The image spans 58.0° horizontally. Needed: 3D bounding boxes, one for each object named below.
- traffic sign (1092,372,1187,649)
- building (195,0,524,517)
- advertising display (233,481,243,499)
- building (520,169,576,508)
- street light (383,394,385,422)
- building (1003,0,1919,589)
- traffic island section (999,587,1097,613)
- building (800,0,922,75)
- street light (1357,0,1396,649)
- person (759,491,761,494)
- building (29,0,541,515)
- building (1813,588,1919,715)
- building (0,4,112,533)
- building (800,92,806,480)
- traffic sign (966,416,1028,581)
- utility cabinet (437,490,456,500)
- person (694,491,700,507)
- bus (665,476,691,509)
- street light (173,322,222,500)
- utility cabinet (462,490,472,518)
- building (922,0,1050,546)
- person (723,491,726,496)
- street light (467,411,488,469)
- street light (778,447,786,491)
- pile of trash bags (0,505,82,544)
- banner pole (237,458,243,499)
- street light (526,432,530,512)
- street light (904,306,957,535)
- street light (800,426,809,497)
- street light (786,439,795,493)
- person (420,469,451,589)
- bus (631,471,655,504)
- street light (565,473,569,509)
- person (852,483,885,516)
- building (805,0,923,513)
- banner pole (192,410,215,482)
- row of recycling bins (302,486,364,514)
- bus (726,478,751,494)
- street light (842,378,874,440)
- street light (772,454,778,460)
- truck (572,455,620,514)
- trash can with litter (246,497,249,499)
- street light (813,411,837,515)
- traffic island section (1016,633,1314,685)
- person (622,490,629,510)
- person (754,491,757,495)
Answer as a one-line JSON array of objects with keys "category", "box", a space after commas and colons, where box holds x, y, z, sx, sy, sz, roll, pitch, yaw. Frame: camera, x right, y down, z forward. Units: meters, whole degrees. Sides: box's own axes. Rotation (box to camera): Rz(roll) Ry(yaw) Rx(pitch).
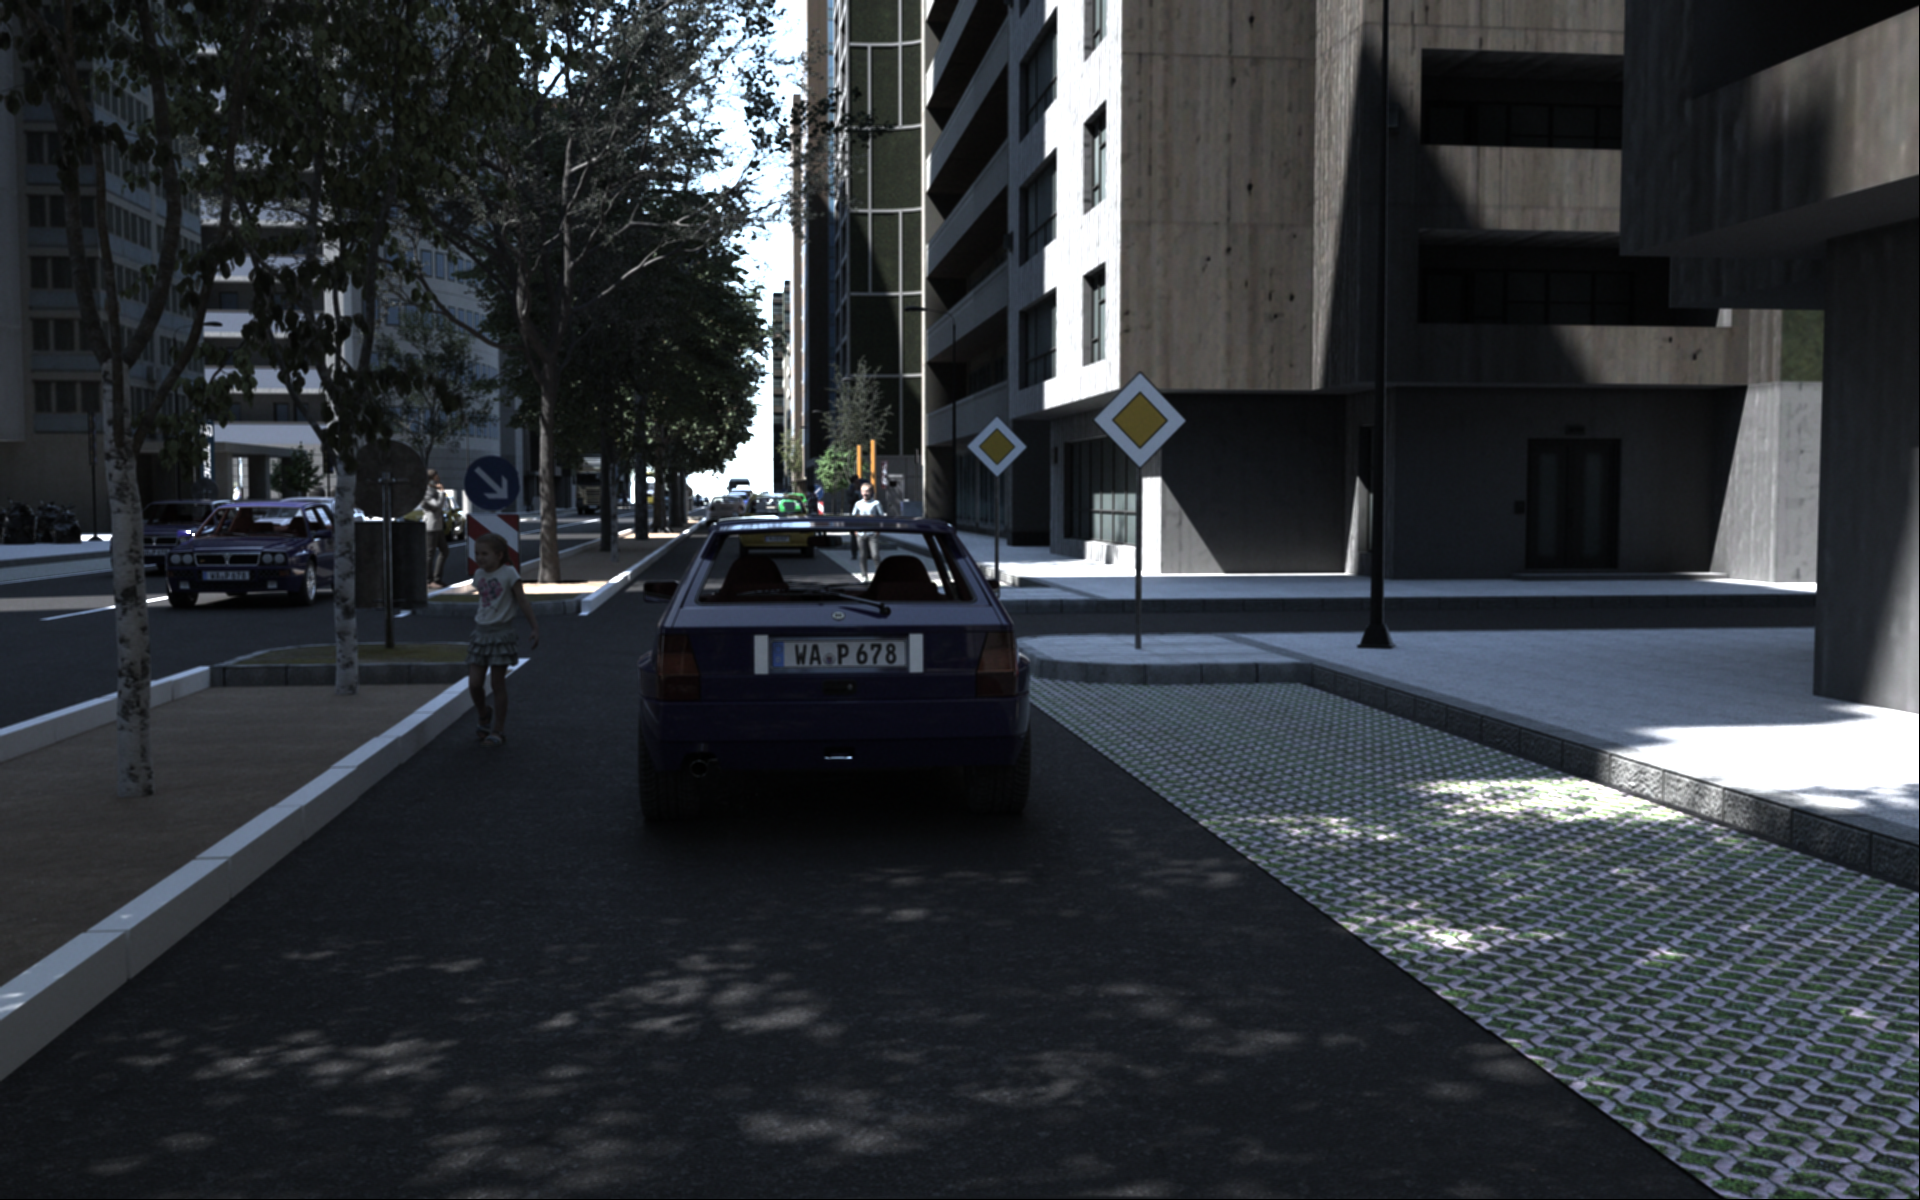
[{"category": "traffic sign", "box": [1.475, -0.652, 14.308, 0.795, 2.450, 0.064, 0, 4, -7]}, {"category": "building", "box": [-39.681, -34.510, 106.241, 21.231, 58.520, 28.212, 0, 4, -7]}, {"category": "advertising display", "box": [-36.537, -5.036, 87.559, 0.974, 1.923, 0.123, 3, 5, 40]}, {"category": "building", "box": [-41.844, -23.308, 152.789, 14.160, 30.474, 14.107, 0, 4, -7]}, {"category": "street light", "box": [-24.044, -6.208, 74.034, 1.470, 5.913, 1.316, 0, 4, -7]}, {"category": "building", "box": [8.723, -15.836, 30.613, 14.107, 30.474, 14.160, 0, 4, -7]}, {"category": "traffic island section", "box": [0.493, -0.002, 22.310, 2.009, 0.180, 2.903, 0, 4, -7]}, {"category": "building", "box": [-5.377, -29.793, 137.226, 14.600, 45.320, 14.200, 0, 4, -7]}, {"category": "street light", "box": [2.958, -2.554, 14.293, 1.470, 5.913, 1.316, 0, 4, -7]}, {"category": "person", "box": [-19.327, -9.730, 168.108, 1.217, 1.766, 0.721, 1, 4, 22]}, {"category": "building", "box": [-48.439, -26.916, 131.955, 32.217, 40.220, 23.993, 0, 4, -7]}, {"category": "building", "box": [11.089, -14.445, 7.874, 14.160, 30.474, 14.107, 0, 4, -7]}, {"category": "building", "box": [-40.987, -22.494, 59.659, 32.217, 40.220, 23.993, 0, 4, -7]}, {"category": "building", "box": [-3.312, -30.859, 159.169, 22.147, 44.769, 28.867, 0, 4, -7]}, {"category": "traffic sign", "box": [0.470, -1.137, 22.230, 0.795, 2.450, 0.064, 0, 4, -7]}, {"category": "utility cabinet", "box": [-26.925, -5.010, 90.594, 1.173, 1.500, 0.318, 1, 4, 15]}, {"category": "person", "box": [-28.861, -11.119, 190.380, 0.705, 1.814, 1.350, -2, 4, -34]}, {"category": "bus", "box": [-27.063, -10.384, 164.642, 2.948, 3.499, 13.247, 0, 4, -7]}, {"category": "street light", "box": [-20.565, -4.538, 46.736, 1.470, 5.913, 1.316, 0, 4, -7]}, {"category": "utility cabinet", "box": [-26.470, -5.154, 92.953, 0.318, 1.500, 1.173, 0, 4, -7]}, {"category": "building", "box": [10.530, -26.242, 52.767, 21.300, 48.544, 21.600, 0, 4, -7]}, {"category": "person", "box": [-21.936, -9.308, 161.618, 0.436, 1.711, 0.756, 0, 4, 7]}, {"category": "street light", "box": [-26.858, -7.582, 96.506, 1.470, 5.913, 1.316, 0, 4, -7]}, {"category": "street light", "box": [-17.110, -12.238, 172.634, 1.470, 5.913, 1.316, 0, 4, -7]}, {"category": "pile of trash bags", "box": [-24.596, -2.130, 44.572, 3.447, 1.369, 1.912, -3, 4, -36]}, {"category": "banner pole", "box": [-35.289, -5.803, 84.894, 0.401, 3.779, 0.863, -3, 4, -38]}, {"category": "street light", "box": [-30.355, -9.248, 123.751, 1.470, 5.913, 1.316, 0, 4, -7]}, {"category": "street light", "box": [-0.682, -4.312, 43.049, 1.470, 5.913, 1.316, 0, 4, -7]}, {"category": "street light", "box": [-10.282, -8.966, 119.137, 1.470, 5.913, 1.316, 0, 4, -7]}, {"category": "street light", "box": [-13.672, -10.587, 145.631, 1.470, 5.913, 1.316, 0, 4, -7]}, {"category": "person", "box": [-7.971, -1.079, 26.331, 0.473, 1.802, 0.592, 0, 4, 6]}, {"category": "bus", "box": [-33.830, -12.048, 188.526, 2.896, 3.916, 12.252, 0, 4, -6]}, {"category": "street light", "box": [-33.836, -10.926, 151.186, 1.470, 5.913, 1.316, 0, 4, -7]}, {"category": "person", "box": [-1.447, -1.028, 27.125, 0.589, 1.601, 0.330, 1, 4, 18]}, {"category": "building", "box": [-0.130, -41.637, 119.011, 20.563, 71.187, 20.611, 0, 4, -7]}, {"category": "banner pole", "box": [-22.662, -3.780, 51.815, 0.863, 3.779, 0.401, 0, 4, 6]}, {"category": "row of recycling bins", "box": [-31.957, -4.915, 87.479, 3.534, 1.692, 1.069, -1, 4, -14]}, {"category": "bus", "box": [-25.611, -12.582, 200.572, 2.948, 3.499, 13.247, 0, 4, -8]}, {"category": "street light", "box": [-4.030, -5.933, 69.549, 1.470, 5.913, 1.316, 0, 4, -7]}, {"category": "street light", "box": [-20.743, -13.985, 201.201, 1.470, 5.913, 1.316, 0, 4, -7]}, {"category": "truck", "box": [-26.147, -8.329, 125.085, 2.839, 4.237, 11.283, 0, 4, -8]}, {"category": "trash can with litter", "box": [-32.274, -4.164, 79.470, 1.055, 1.170, 0.624, -2, 4, -31]}, {"category": "street light", "box": [-7.510, -7.587, 96.588, 1.470, 5.913, 1.316, 0, 4, -7]}, {"category": "traffic island section", "box": [1.497, 0.483, 14.388, 2.009, 0.180, 2.903, 0, 4, -7]}, {"category": "person", "box": [-29.736, -8.884, 154.197, 0.568, 1.767, 0.683, 3, 5, 40]}, {"category": "person", "box": [-26.670, -13.305, 226.054, 1.348, 1.823, 0.705, 0, 4, -3]}]
